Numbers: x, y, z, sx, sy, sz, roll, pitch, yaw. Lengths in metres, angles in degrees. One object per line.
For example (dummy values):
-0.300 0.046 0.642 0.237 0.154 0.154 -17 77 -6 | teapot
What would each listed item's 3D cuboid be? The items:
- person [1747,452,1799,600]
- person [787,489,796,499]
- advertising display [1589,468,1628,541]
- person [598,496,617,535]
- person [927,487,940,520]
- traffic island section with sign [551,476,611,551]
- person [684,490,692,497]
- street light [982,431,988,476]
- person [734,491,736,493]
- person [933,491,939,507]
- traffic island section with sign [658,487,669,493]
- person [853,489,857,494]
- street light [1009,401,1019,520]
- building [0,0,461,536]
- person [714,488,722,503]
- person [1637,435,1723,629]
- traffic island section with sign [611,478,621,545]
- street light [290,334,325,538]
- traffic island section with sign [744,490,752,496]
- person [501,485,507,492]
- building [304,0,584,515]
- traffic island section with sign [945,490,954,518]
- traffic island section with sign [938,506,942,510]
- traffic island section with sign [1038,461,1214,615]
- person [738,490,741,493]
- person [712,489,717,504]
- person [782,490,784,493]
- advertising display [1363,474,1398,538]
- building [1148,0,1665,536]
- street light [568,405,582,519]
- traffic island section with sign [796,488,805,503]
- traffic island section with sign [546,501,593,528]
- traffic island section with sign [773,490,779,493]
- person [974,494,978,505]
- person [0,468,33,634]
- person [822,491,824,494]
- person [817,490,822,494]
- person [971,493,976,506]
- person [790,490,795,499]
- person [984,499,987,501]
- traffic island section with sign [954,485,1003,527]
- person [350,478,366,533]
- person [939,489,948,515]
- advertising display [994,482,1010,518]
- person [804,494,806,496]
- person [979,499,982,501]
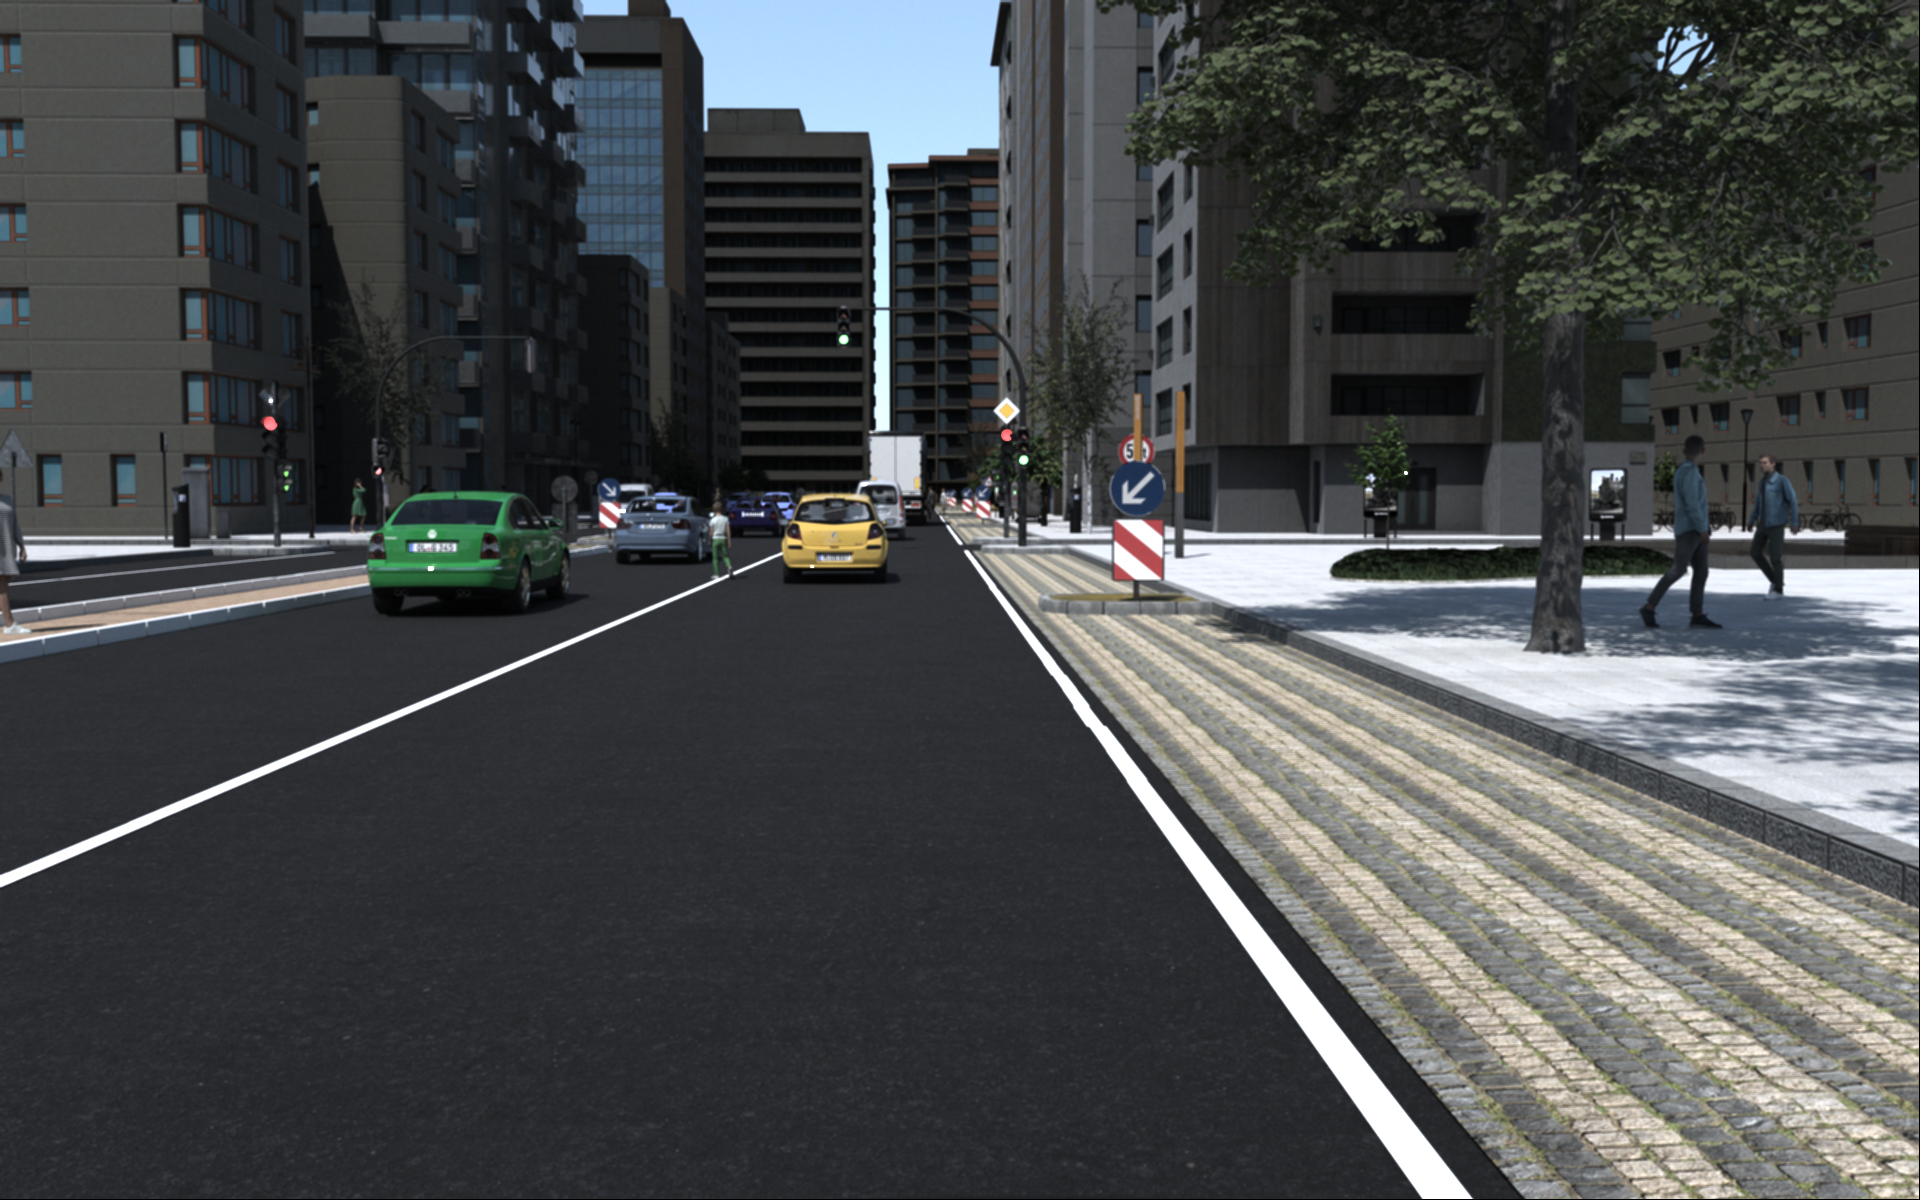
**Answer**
9.871 -0.894 21.010 0.444 1.785 0.601 -1 4 -11 | person
-13.674 -7.919 138.111 1.348 1.807 0.705 -1 4 -20 | person
16.203 -2.330 43.312 0.123 1.923 0.974 -3 4 -38 | advertising display
-11.642 -2.971 57.279 0.606 1.804 0.583 -1 4 -16 | person
-1.541 -5.343 95.823 0.822 1.834 0.622 3 4 36 | person
-9.819 -2.099 42.448 2.006 1.907 1.989 0 4 -1 | traffic island section with sign
-21.854 -8.088 138.817 0.617 1.759 0.750 1 4 14 | person
1.816 -9.318 125.137 0.468 5.910 1.993 0 4 -1 | street light
-22.660 -10.330 174.876 0.705 1.831 1.348 0 4 3 | person
-2.951 -11.378 194.546 1.348 1.821 0.705 -2 4 -29 | person
-17.521 -5.725 102.237 1.989 1.847 2.006 0 4 -1 | traffic island section with sign
-5.791 -5.373 97.179 0.643 1.720 0.563 1 4 18 | person
2.670 -6.964 86.656 0.468 5.910 1.993 0 4 -1 | street light
-36.706 -13.520 66.098 27.650 21.520 28.899 0 4 -1 | building
-13.242 -5.229 94.544 0.362 1.759 0.519 1 4 19 | person
6.922 -0.654 16.591 0.748 1.841 0.638 2 4 29 | person
-9.964 -2.552 49.854 2.006 1.907 1.989 0 4 -1 | traffic island section with sign
-18.824 -4.730 50.122 0.468 5.910 1.993 0 4 -1 | street light
-18.571 -8.757 151.800 1.989 1.847 2.006 0 4 -1 | traffic island section with sign
-23.044 -4.954 87.878 0.643 1.720 0.563 -2 4 -30 | person
-35.030 -29.560 102.908 23.786 49.044 30.456 0 4 -1 | building
0.301 -5.718 102.124 1.989 1.847 2.006 0 4 -1 | traffic island section with sign
-0.760 -8.815 152.756 1.989 1.847 2.006 0 4 -1 | traffic island section with sign
1.988 -0.778 21.351 1.989 1.847 2.006 0 4 -1 | traffic island section with sign
-16.232 -7.180 126.336 0.568 1.767 0.683 3 5 40 | person
-16.441 -6.599 116.990 0.593 1.750 0.643 -2 4 -23 | person
-17.632 -10.031 172.469 0.705 1.831 1.348 -1 4 -15 | person
12.221 -2.759 50.319 0.974 1.923 0.123 1 4 12 | advertising display
14.375 -17.596 59.399 14.107 30.474 14.160 0 4 -1 | building
-19.553 -7.056 88.157 0.468 5.910 1.993 0 4 -1 | street light
-11.548 -7.146 124.976 2.006 1.907 1.989 0 4 -1 | traffic island section with sign
-16.952 -4.048 74.811 1.989 1.847 2.006 0 4 -1 | traffic island section with sign
-19.166 -10.506 180.399 1.989 1.847 2.006 0 4 -1 | traffic island section with sign
1.835 -11.508 194.867 0.551 1.740 0.621 -3 4 -36 | person
-9.864 -0.512 17.621 0.760 1.731 0.466 -1 4 -9 | person
-15.721 -11.709 200.723 0.721 1.735 1.217 1 4 14 | person
-12.174 -8.657 150.060 1.348 1.821 0.705 -2 4 -24 | person
1.322 -10.779 182.286 1.348 1.824 0.705 0 4 5 | person
-13.194 -7.662 134.506 0.721 1.736 1.217 -3 5 -39 | person
1.725 -7.094 122.044 0.388 1.821 0.555 -2 4 -30 | person
0.869 -4.061 75.024 1.989 1.847 2.006 0 4 -1 | traffic island section with sign
-19.815 -3.101 56.988 0.529 1.795 0.600 -1 4 -21 | person
-1.148 -6.609 116.783 0.641 1.798 0.478 -2 4 -24 | person
2.245 -5.319 92.186 0.974 1.923 0.123 3 5 39 | advertising display
-15.553 -10.049 173.631 1.217 1.723 0.721 -3 4 -39 | person
2.142 -9.891 171.024 0.557 1.426 1.065 1 4 17 | person
